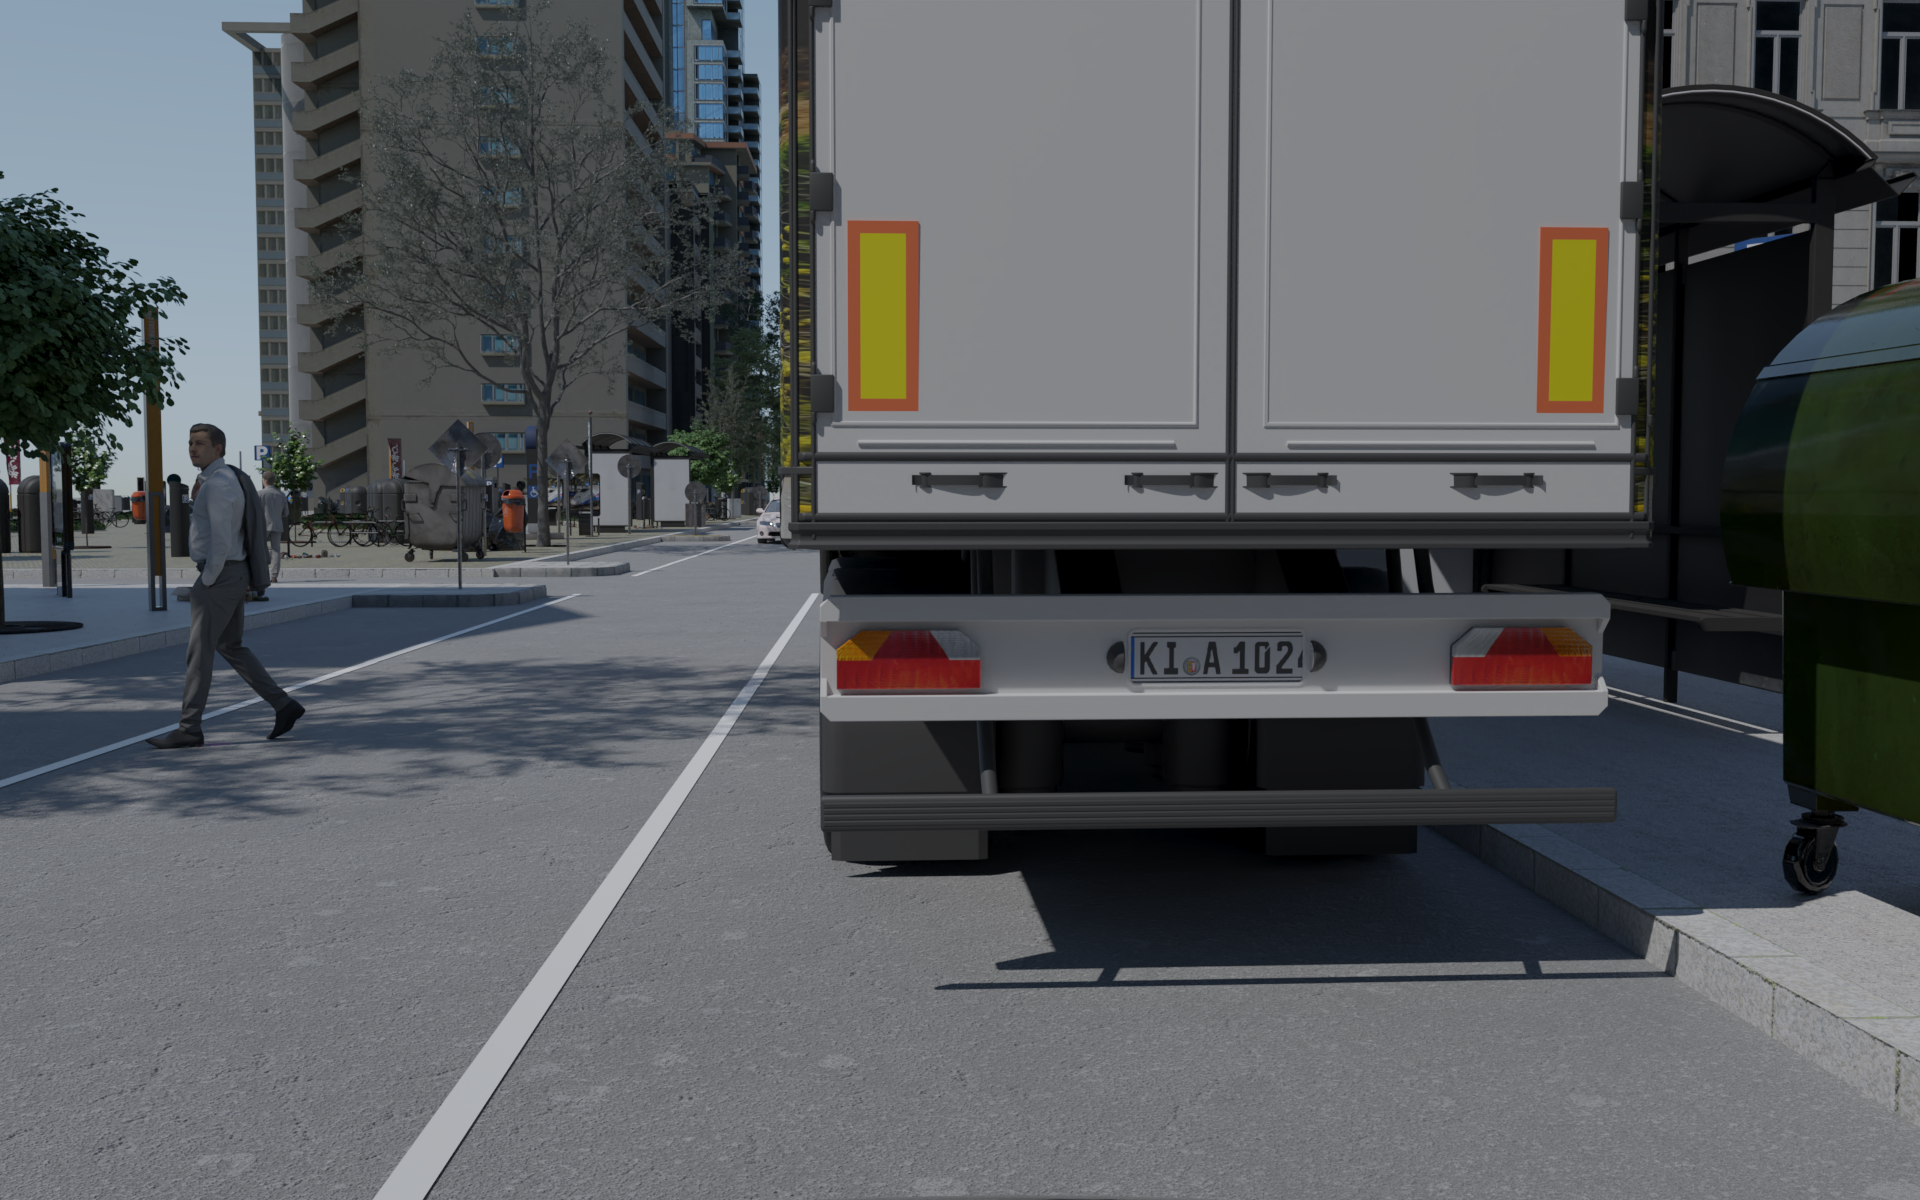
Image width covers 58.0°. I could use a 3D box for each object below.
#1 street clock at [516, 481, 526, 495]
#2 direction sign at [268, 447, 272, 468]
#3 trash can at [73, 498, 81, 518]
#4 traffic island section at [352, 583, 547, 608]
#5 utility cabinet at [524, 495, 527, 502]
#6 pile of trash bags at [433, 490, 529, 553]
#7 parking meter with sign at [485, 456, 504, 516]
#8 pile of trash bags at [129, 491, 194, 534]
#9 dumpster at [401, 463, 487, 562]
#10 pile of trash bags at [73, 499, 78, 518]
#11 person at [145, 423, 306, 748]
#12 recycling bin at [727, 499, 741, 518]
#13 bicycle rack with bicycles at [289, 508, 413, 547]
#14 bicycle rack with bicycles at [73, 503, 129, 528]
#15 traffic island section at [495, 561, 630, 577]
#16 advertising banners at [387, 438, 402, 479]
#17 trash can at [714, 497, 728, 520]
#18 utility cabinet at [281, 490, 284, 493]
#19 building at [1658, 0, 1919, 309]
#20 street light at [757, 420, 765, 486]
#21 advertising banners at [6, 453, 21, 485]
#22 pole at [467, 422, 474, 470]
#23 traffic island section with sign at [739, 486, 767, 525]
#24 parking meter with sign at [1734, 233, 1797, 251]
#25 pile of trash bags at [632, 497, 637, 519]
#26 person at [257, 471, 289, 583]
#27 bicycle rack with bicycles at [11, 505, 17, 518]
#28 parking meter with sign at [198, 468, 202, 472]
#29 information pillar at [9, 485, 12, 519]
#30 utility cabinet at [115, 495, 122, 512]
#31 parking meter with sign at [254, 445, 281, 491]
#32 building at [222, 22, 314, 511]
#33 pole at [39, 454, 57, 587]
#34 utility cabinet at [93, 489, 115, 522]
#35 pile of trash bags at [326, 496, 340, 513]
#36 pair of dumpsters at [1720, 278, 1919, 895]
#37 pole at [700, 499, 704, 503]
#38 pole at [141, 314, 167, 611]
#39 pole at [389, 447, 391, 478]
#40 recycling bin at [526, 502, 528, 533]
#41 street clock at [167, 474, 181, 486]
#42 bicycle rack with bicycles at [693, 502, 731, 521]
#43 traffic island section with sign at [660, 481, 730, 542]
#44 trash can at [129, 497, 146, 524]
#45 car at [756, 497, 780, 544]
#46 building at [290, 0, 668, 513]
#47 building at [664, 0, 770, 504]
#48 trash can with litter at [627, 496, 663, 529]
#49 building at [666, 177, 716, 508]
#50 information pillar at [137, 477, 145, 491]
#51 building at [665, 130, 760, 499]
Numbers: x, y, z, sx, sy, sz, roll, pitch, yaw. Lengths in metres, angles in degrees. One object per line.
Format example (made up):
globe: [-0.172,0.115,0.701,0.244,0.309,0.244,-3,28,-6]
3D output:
street clock: [-23.882,-5.486,94.272,0.471,2.002,0.358,2,4,28]
direction sign: [-33.165,-5.586,83.320,0.379,3.537,0.876,-2,4,-30]
trash can: [-35.782,-3.584,70.245,0.748,1.137,0.748,0,3,0]
traffic island section: [-6.758,-0.065,23.346,2.009,0.180,2.903,0,4,-2]
utility cabinet: [-23.447,-5.138,95.175,1.020,1.237,0.306,-1,4,-9]
pile of trash bags: [-10.559,-1.778,38.822,1.912,1.369,3.447,-3,4,-38]
parking meter with sign: [-21.114,-5.000,78.018,0.543,3.016,1.738,0,4,6]
pile of trash bags: [-26.041,-2.925,57.573,1.912,1.369,3.447,2,4,23]
dumpster: [-9.907,-1.683,33.272,1.264,1.857,1.865,0,4,-3]
pile of trash bags: [-44.657,-4.638,85.584,1.912,1.369,3.447,-2,4,-27]
person: [-4.219,-0.081,9.918,0.850,1.850,0.679,-1,4,-22]
recycling bin: [-12.295,-4.969,93.803,0.722,1.027,0.722,-2,4,-24]
bicycle rack with bicycles: [-14.593,-1.788,42.615,2.925,0.926,2.852,1,4,12]
bicycle rack with bicycles: [-33.163,-3.211,65.886,2.925,0.926,2.852,-1,4,-10]
traffic island section: [-7.107,-0.553,31.324,2.009,0.180,2.903,0,4,-2]
advertising banners: [-17.287,-3.594,54.952,0.090,3.025,2.074,2,4,34]
trash can: [-11.874,-4.555,86.135,0.748,1.137,0.748,0,3,0]
utility cabinet: [-38.832,-5.543,99.311,1.173,1.500,0.318,2,4,24]
building: [31.775,-16.636,48.414,44.131,29.872,17.030,0,4,-2]
street light: [-12.457,-8.282,108.192,0.468,5.910,1.993,0,4,-2]
advertising banners: [-26.981,-3.333,50.681,2.074,3.025,0.090,0,4,5]
pole: [-13.855,-3.379,49.093,0.158,3.312,0.155,0,3,0]
traffic island section with sign: [-9.300,-4.435,81.136,1.989,1.847,2.006,0,4,-2]
parking meter with sign: [6.186,-0.979,12.274,1.738,3.016,0.543,-2,4,-35]
pile of trash bags: [-17.211,-4.779,87.895,3.447,1.369,1.912,-2,4,-25]
person: [-11.236,-1.184,28.058,0.583,1.804,0.606,3,4,36]
bicycle rack with bicycles: [-42.908,-4.177,81.672,2.925,0.926,2.852,3,4,37]
parking meter with sign: [-38.166,-5.663,88.853,0.543,3.016,1.738,2,4,27]
information pillar: [-49.183,-6.013,89.668,0.183,3.616,0.504,-2,4,-32]
utility cabinet: [-45.535,-5.000,92.914,1.020,1.237,0.306,-2,4,-28]
parking meter with sign: [-24.920,-4.069,62.792,0.543,3.016,1.738,0,4,1]
building: [-38.383,-27.362,139.257,32.217,40.220,23.993,0,4,-2]
pole: [-12.574,-1.837,23.872,0.158,3.312,0.155,0,3,0]
utility cabinet: [-39.577,-4.347,79.745,1.173,1.500,0.318,-1,4,-8]
pile of trash bags: [-36.218,-5.679,102.607,3.447,1.369,1.912,2,4,30]
pair of dumpsters: [3.347,-0.062,3.512,1.574,2.255,4.437,0,4,-2]
pole: [-13.959,-6.108,93.716,0.158,3.312,0.155,0,3,0]
pole: [-8.830,-1.537,18.967,0.158,3.312,0.155,0,3,0]
pole: [-22.872,-4.644,69.774,0.158,3.312,0.155,0,3,0]
recycling bin: [-14.184,-2.671,56.225,0.722,1.027,0.722,0,4,6]
street clock: [-27.728,-3.460,61.144,0.471,2.002,0.358,-2,4,-26]
bicycle rack with bicycles: [-12.386,-4.228,82.508,2.925,0.926,2.852,0,4,-3]
traffic island section with sign: [-8.073,-2.715,53.011,1.989,1.847,2.006,0,4,-2]
trash can: [-34.911,-3.794,73.688,0.748,1.137,0.748,0,3,0]
car: [-4.975,-2.403,51.651,2.083,1.381,4.827,0,4,-1]
building: [-31.795,-30.129,116.309,21.300,48.544,21.600,0,4,-2]
building: [-37.417,-56.671,239.235,22.319,86.520,31.000,0,4,-2]
trash can with litter: [-11.868,-3.254,64.253,1.678,1.210,2.233,1,4,12]
building: [-30.195,-23.685,158.945,14.160,30.474,14.107,0,4,-2]
information pillar: [-35.476,-4.316,75.057,0.304,2.012,0.304,-1,4,-22]
building: [-36.156,-34.008,210.651,22.147,44.769,28.867,0,4,-2]
